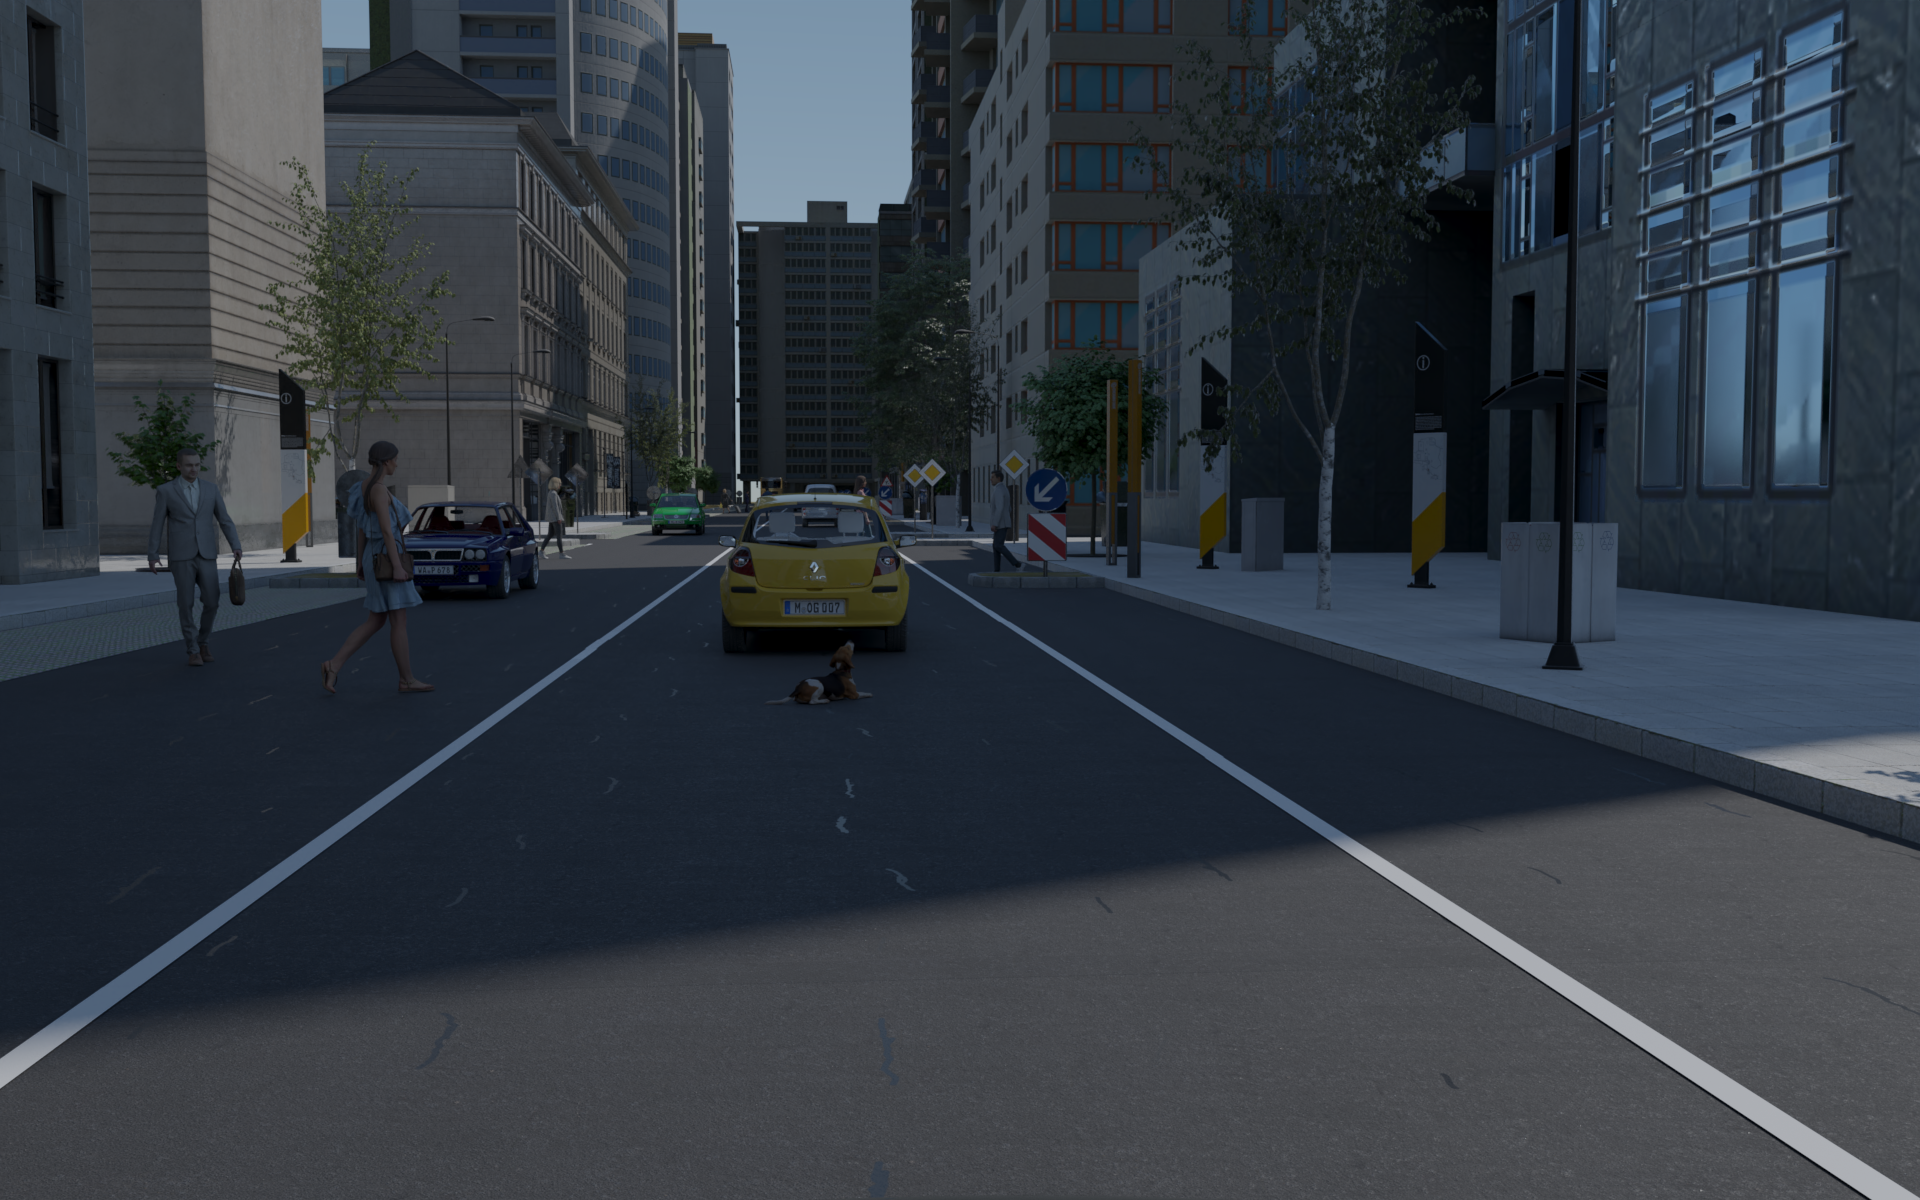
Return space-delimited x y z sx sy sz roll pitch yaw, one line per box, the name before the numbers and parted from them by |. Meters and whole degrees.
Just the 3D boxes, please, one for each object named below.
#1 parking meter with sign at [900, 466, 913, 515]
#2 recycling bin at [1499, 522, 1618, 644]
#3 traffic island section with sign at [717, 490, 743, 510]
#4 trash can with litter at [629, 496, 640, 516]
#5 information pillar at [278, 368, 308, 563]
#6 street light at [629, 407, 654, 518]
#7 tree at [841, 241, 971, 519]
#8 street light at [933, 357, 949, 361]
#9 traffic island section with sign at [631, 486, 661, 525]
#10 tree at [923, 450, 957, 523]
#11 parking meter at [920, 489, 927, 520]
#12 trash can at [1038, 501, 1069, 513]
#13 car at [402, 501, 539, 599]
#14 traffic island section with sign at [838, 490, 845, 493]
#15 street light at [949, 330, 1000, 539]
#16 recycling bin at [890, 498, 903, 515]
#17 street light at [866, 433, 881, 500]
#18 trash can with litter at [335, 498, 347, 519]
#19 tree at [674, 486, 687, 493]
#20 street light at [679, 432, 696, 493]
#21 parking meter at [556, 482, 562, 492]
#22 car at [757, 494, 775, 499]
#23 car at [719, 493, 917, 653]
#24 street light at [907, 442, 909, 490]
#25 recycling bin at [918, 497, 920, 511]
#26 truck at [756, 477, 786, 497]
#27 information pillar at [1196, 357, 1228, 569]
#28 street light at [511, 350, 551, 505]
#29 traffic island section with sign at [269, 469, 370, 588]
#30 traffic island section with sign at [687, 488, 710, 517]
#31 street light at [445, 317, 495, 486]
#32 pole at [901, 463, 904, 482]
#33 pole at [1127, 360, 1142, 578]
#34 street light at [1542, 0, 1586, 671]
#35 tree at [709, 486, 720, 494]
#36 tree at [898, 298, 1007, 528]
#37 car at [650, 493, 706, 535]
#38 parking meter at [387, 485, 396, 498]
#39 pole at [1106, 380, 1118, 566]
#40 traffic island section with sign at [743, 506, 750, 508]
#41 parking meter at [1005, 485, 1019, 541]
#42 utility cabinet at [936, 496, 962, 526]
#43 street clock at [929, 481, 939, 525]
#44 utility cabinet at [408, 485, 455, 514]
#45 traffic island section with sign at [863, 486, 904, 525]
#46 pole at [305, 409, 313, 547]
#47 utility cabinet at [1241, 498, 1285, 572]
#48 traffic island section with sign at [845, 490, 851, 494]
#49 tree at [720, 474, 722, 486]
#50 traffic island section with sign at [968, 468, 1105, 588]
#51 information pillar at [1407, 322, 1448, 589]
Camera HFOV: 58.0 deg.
parking meter with sign | -3.382 -6.821 107.783 0.543 3.016 1.738 -2 4 -33
recycling bin | 5.263 -0.164 15.241 0.722 1.027 0.722 -2 4 -29
traffic island section with sign | -21.063 -9.127 157.850 1.989 1.847 2.006 0 4 -5
trash can with litter | -18.659 -5.401 99.691 0.624 1.170 1.055 -2 4 -30
information pillar | -12.449 -2.506 32.331 0.504 3.616 0.183 0 4 5
street light | -17.068 -7.361 92.889 1.470 5.913 1.316 0 4 -5
tree | -1.153 -11.128 88.592 9.857 13.997 8.962 0 3 0
street light | -0.205 -5.285 58.945 1.470 5.913 1.316 0 4 -5
traffic island section with sign | -14.282 -4.425 80.972 1.989 1.847 2.006 0 4 -5
tree | -0.874 -4.988 76.150 1.663 3.219 1.824 0 3 0
parking meter | -1.779 -4.634 84.185 0.372 1.533 0.369 0 3 0
trash can | 2.034 -1.621 38.153 0.748 1.137 0.748 0 3 0
car | -7.148 -0.749 24.828 1.945 1.354 3.894 0 4 -5
traffic island section with sign | -12.914 -10.900 186.843 1.989 1.847 2.006 0 4 -5
street light | 0.550 -4.684 49.129 1.470 5.913 1.316 0 4 -5
recycling bin | -3.884 -5.711 105.921 0.722 1.027 0.722 -1 4 -13
street light | -6.600 -9.751 131.967 1.470 5.913 1.316 0 4 -5
trash can with litter | -20.050 -2.759 56.503 0.624 1.170 1.055 1 4 20
tree | -22.356 -8.803 138.524 1.663 3.219 1.824 0 3 0
street light | -20.345 -9.577 129.120 1.470 5.913 1.316 0 4 -5
parking meter | -16.591 -4.017 71.393 0.255 1.863 0.399 1 4 21
car | -17.840 -9.316 161.359 2.155 1.783 4.494 0 4 -7
car | -1.411 -0.422 17.120 2.015 1.641 3.980 0 4 -4
street light | -3.391 -7.509 95.314 1.470 5.913 1.316 0 4 -5
recycling bin | -2.691 -7.265 131.337 0.722 1.027 0.722 -2 4 -32
truck | -22.083 -12.669 203.070 3.469 3.379 9.791 0 4 -5
information pillar | 4.308 -2.333 29.503 0.504 3.616 0.183 3 4 39
street light | -13.854 -5.090 55.766 1.470 5.913 1.316 0 4 -5
traffic island section with sign | -9.534 -1.134 27.162 1.989 1.847 2.006 0 4 -5
traffic island section with sign | -16.725 -6.116 108.621 1.989 1.847 2.006 0 4 -5
street light | -12.871 -4.458 45.423 1.470 5.913 1.316 0 4 -5
pole | -3.759 -7.345 113.932 0.158 3.312 0.155 0 3 0
pole | 2.664 -1.992 26.419 0.158 3.312 0.155 0 3 0
street light | 3.907 -2.446 12.535 1.470 5.913 1.316 0 4 -5
tree | -26.341 -11.666 185.344 1.663 3.219 1.824 0 3 0
tree | -0.127 -7.048 65.602 4.360 8.622 3.978 0 3 0
car | -9.998 -3.227 61.564 1.959 1.807 4.718 0 4 -7
parking meter | -15.212 -2.307 46.128 0.372 1.533 0.369 0 3 0
pole | 2.725 -2.275 31.042 0.158 3.312 0.155 0 3 0
traffic island section with sign | -23.438 -10.769 184.701 1.989 1.847 2.006 0 4 -5
parking meter | 1.419 -2.368 47.122 0.372 1.533 0.369 0 3 0
utility cabinet | -0.444 -3.585 69.770 1.020 1.237 0.306 2 4 26
street clock | -1.099 -4.140 72.259 0.358 2.002 0.471 2 4 28
utility cabinet | -13.196 -2.116 43.277 1.173 1.500 0.318 1 4 19
traffic island section with sign | -3.681 -4.497 82.148 1.989 1.847 2.006 0 4 -5
pole | -15.684 -2.924 41.657 0.158 3.312 0.155 0 3 0
utility cabinet | 5.076 -1.095 29.063 0.306 1.237 1.020 3 4 37
traffic island section with sign | -6.068 -6.156 109.276 1.989 1.847 2.006 0 4 -5
tree | -26.373 -11.941 178.955 4.285 4.588 4.351 0 3 0
traffic island section with sign | 1.155 -1.148 27.400 1.989 1.847 2.006 0 4 -5
information pillar | 6.360 -1.966 23.497 0.183 3.616 0.504 -3 5 -40
